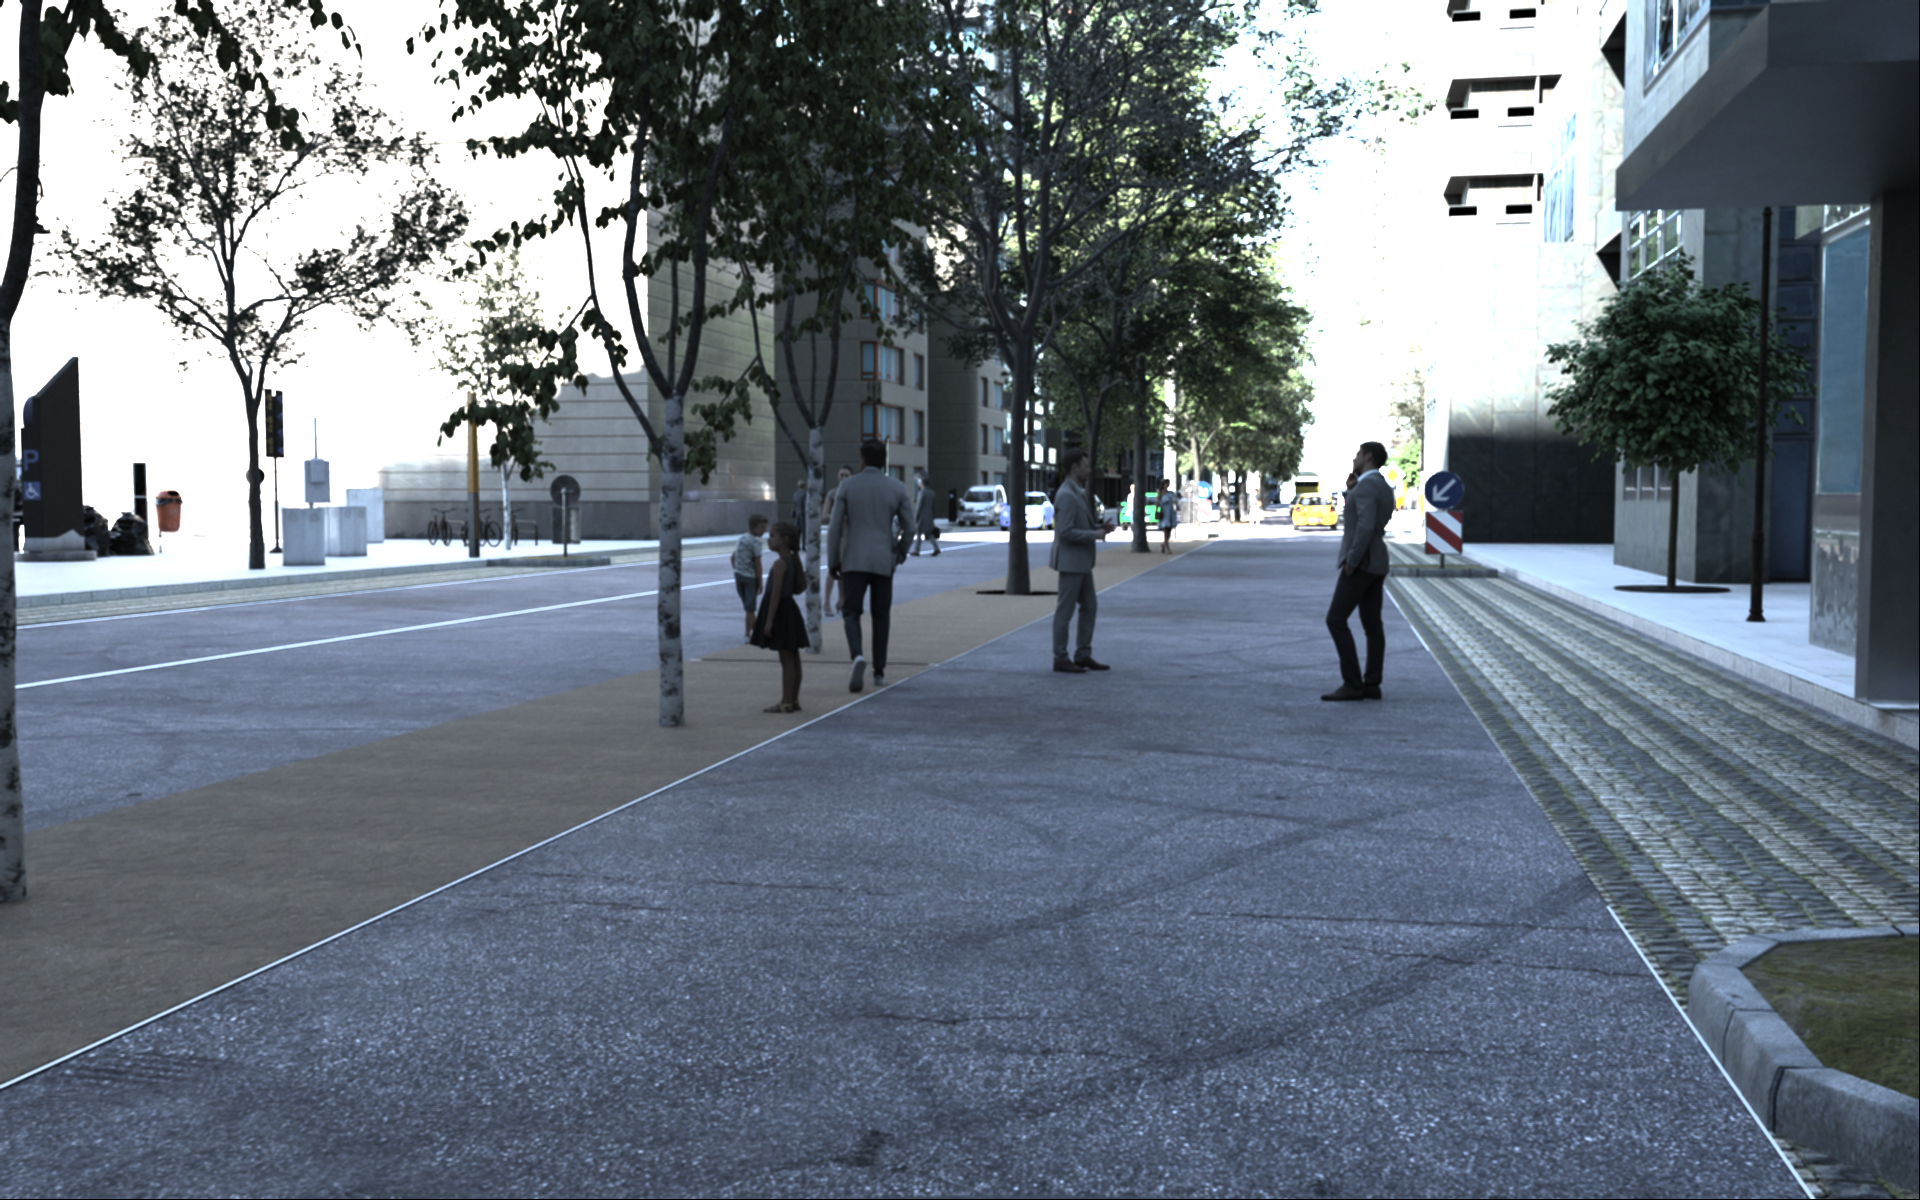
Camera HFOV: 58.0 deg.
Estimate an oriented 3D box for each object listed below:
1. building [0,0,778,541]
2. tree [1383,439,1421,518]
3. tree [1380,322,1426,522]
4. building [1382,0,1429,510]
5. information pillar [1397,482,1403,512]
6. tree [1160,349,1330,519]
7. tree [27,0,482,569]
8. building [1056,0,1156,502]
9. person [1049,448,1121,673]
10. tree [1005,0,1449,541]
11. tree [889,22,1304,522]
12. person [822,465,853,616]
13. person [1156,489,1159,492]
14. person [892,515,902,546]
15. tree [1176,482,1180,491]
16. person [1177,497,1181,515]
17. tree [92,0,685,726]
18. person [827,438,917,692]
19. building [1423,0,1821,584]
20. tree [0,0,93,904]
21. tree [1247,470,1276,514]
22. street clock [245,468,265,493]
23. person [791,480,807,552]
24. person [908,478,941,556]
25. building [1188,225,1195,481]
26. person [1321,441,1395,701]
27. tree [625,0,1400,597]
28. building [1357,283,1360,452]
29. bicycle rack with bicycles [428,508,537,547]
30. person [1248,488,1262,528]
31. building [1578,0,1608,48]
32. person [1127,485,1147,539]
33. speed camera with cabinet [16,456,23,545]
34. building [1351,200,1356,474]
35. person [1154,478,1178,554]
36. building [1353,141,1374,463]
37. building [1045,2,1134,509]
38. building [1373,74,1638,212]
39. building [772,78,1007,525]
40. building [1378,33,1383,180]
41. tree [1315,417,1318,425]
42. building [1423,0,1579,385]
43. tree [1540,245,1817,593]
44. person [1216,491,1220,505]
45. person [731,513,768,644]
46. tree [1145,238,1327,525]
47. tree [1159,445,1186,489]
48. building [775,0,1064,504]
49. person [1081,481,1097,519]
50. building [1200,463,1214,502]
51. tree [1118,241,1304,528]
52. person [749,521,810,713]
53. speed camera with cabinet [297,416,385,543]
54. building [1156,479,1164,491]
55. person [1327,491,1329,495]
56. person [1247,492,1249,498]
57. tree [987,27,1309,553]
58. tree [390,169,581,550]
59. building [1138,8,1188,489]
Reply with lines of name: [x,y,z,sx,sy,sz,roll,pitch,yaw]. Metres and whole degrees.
building: [-19.199,-15.756,54.873,25.104,27.353,12.463,1,4,12]
tree: [24.438,-6.621,91.965,4.285,4.588,4.351,0,3,0]
tree: [19.687,-7.434,71.909,4.360,8.622,3.978,0,3,0]
building: [41.895,-28.116,143.290,14.154,41.232,14.086,1,4,12]
information pillar: [30.826,-7.964,121.566,0.504,3.616,0.183,3,4,38]
tree: [16.400,-11.025,99.729,9.611,12.733,9.660,0,3,0]
tree: [-11.945,-5.826,29.669,8.767,10.594,7.601,1,4,11]
building: [9.937,-45.355,179.798,20.563,71.187,20.611,1,4,12]
person: [1.002,-0.320,13.930,0.583,1.804,0.606,0,4,6]
tree: [7.417,-11.787,51.058,12.611,20.169,13.585,0,3,0]
tree: [2.475,-5.954,34.212,8.767,10.594,7.601,1,4,12]
person: [-1.398,-0.714,20.518,0.599,1.781,0.374,-3,5,-42]
person: [12.760,-6.308,112.050,0.576,1.772,0.534,1,4,13]
person: [-1.269,-1.160,32.155,0.352,1.250,0.332,-2,4,-31]
tree: [27.500,-13.938,222.482,1.663,3.219,1.824,0,3,0]
person: [14.972,-6.414,118.388,0.382,1.210,0.505,2,4,35]
tree: [-1.772,-3.538,10.663,4.737,8.622,4.395,0,3,0]
person: [-0.642,-0.266,12.691,0.661,1.843,0.795,0,4,-7]
building: [22.643,-44.209,35.494,22.319,86.520,31.000,1,4,12]
tree: [-3.355,-3.256,6.059,4.737,8.622,4.395,0,3,0]
tree: [17.920,-9.415,106.762,4.360,8.622,3.978,0,3,0]
street clock: [-19.101,-2.594,46.974,0.358,2.002,0.471,3,5,43]
person: [-3.929,-2.075,42.850,0.576,1.772,0.534,1,4,22]
person: [-0.825,-1.925,40.074,0.767,1.812,0.694,3,4,36]
building: [28.799,-37.443,262.300,14.600,45.320,14.200,1,4,12]
person: [2.789,-0.210,12.113,0.473,1.802,0.592,3,5,44]
tree: [0.823,-6.822,24.367,12.009,13.543,11.850,0,3,0]
building: [58.974,-27.756,225.510,14.160,30.474,14.107,1,4,12]
bicycle rack with bicycles: [-11.715,-1.806,42.902,2.852,0.926,2.925,-2,4,-30]
person: [12.377,-3.848,72.419,0.522,1.701,0.512,3,5,39]
building: [40.187,-32.115,67.073,28.212,58.520,21.231,1,4,12]
person: [5.733,-2.822,55.313,0.598,1.740,0.731,3,5,41]
speed camera with cabinet: [-22.455,-2.901,41.763,2.038,3.252,0.660,2,4,28]
building: [61.461,-33.992,239.369,14.154,41.232,14.086,1,4,12]
person: [4.884,-2.003,41.338,0.616,1.811,0.778,-1,4,-13]
building: [53.771,-31.708,202.022,14.154,41.232,14.086,1,4,12]
building: [4.221,-30.690,156.412,22.147,44.769,28.867,1,4,12]
building: [54.116,-34.214,179.014,23.786,49.044,30.456,1,4,12]
building: [-13.812,-14.797,86.970,27.650,21.520,28.899,1,4,12]
building: [45.268,-31.044,157.676,14.600,45.320,14.200,1,4,12]
tree: [21.583,-11.529,125.374,8.767,10.594,7.601,1,4,12]
building: [43.018,-31.564,105.315,28.713,52.752,27.495,1,4,12]
tree: [9.518,-2.396,22.894,4.285,4.588,4.351,0,3,0]
person: [32.563,-12.858,218.869,0.705,1.807,1.348,-1,4,-17]
person: [-2.022,-0.213,16.663,0.352,1.250,0.332,-1,4,-12]
tree: [12.227,-10.410,79.310,9.857,13.997,8.962,0,3,0]
tree: [26.898,-16.255,216.138,4.737,8.622,4.395,0,3,0]
building: [-5.206,-30.926,125.249,23.786,49.044,30.456,1,4,12]
person: [3.362,-2.339,47.022,0.678,1.792,0.850,-1,4,-9]
building: [35.226,-37.088,289.975,14.154,41.232,14.086,1,4,12]
tree: [9.344,-8.574,68.394,9.928,11.665,9.643,0,3,0]
person: [-1.180,0.114,11.310,0.373,1.253,0.362,1,4,14]
speed camera with cabinet: [-16.007,-3.085,44.776,2.038,3.252,0.660,-3,4,-39]
building: [8.147,-31.324,204.032,32.217,40.220,23.993,1,4,12]
person: [62.174,-17.427,293.063,1.348,1.869,0.705,-2,4,-25]
person: [41.782,-14.769,250.709,1.217,1.736,0.721,1,4,13]
tree: [4.413,-7.398,41.541,7.486,12.596,7.792,0,3,0]
tree: [-10.436,-5.434,39.203,4.360,8.622,3.978,0,3,0]
building: [20.929,-56.653,238.948,22.319,86.520,31.000,1,4,12]
